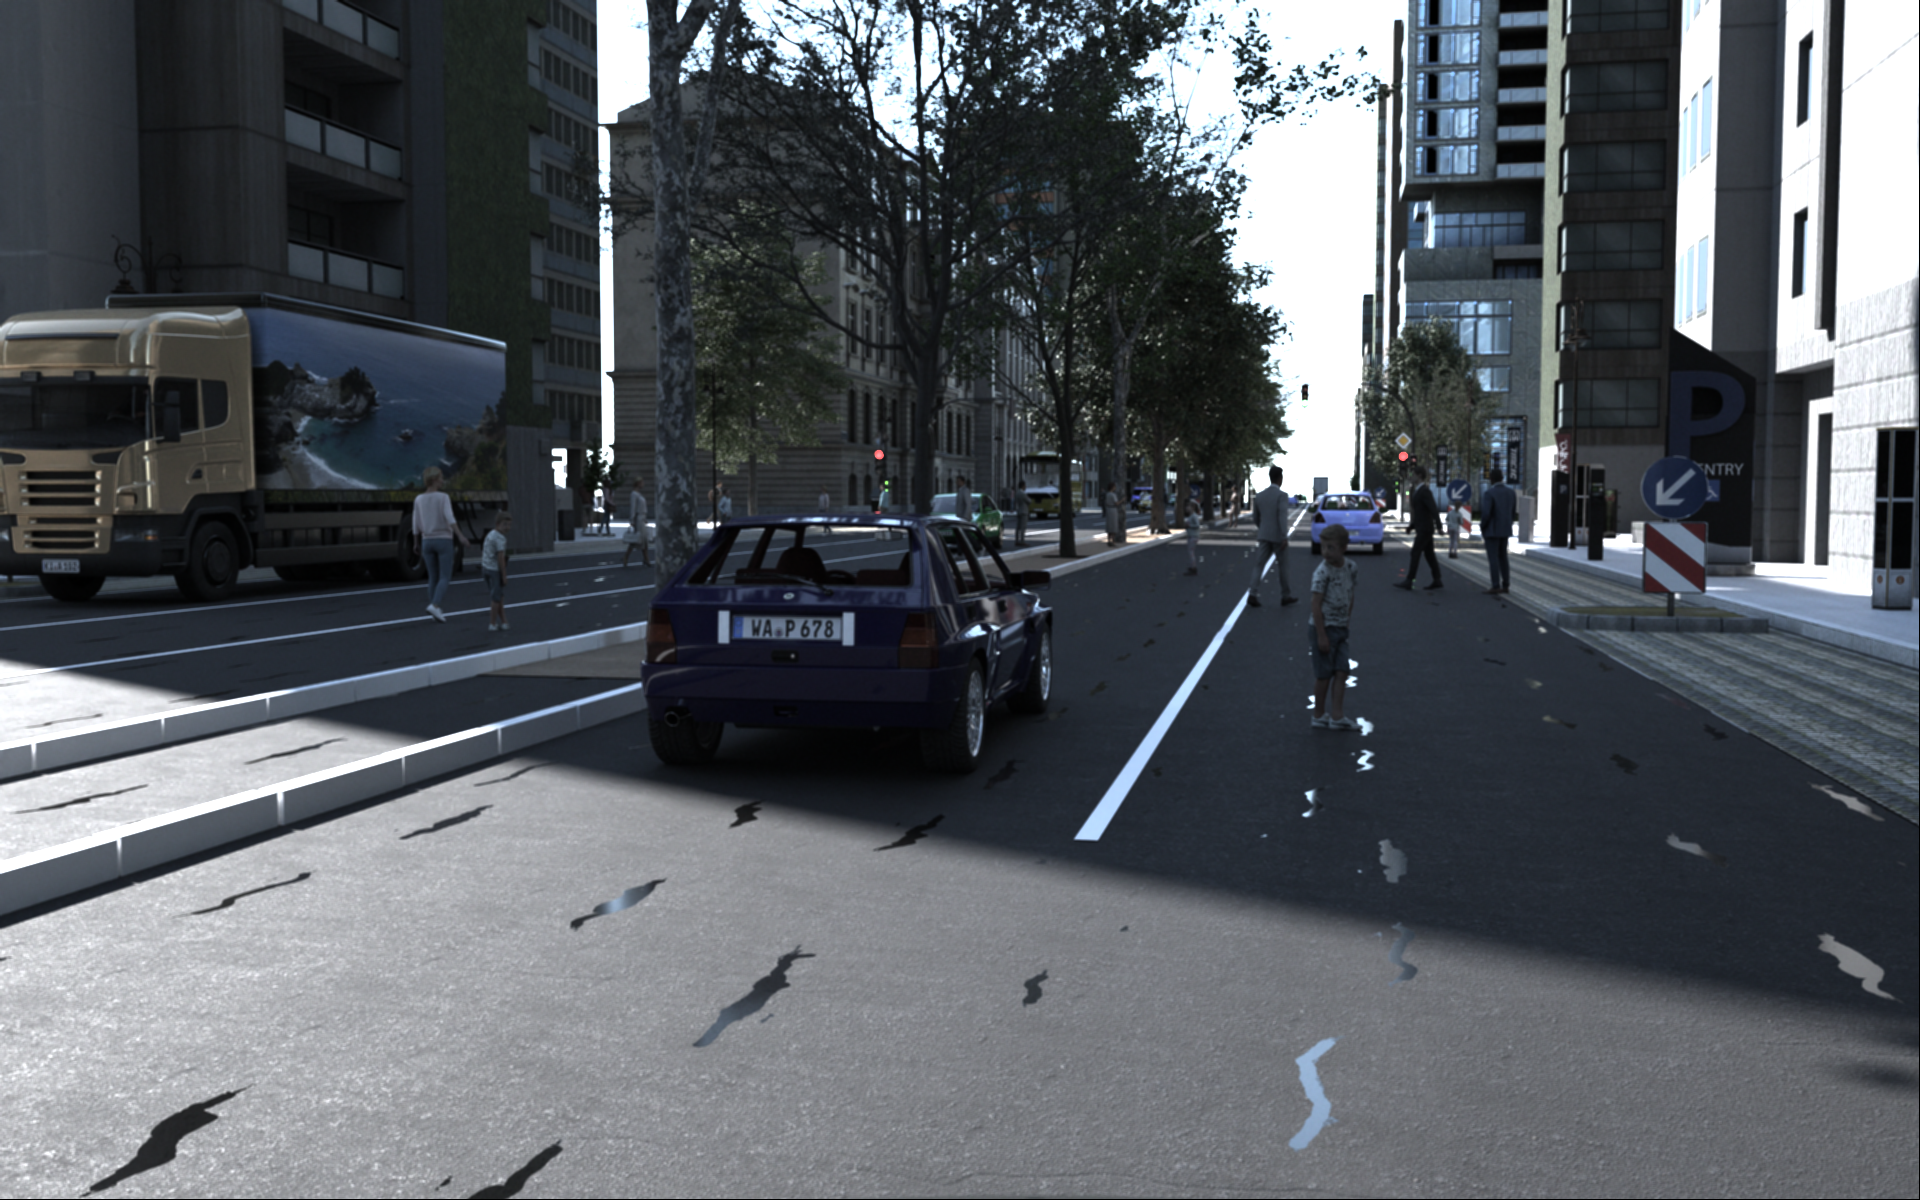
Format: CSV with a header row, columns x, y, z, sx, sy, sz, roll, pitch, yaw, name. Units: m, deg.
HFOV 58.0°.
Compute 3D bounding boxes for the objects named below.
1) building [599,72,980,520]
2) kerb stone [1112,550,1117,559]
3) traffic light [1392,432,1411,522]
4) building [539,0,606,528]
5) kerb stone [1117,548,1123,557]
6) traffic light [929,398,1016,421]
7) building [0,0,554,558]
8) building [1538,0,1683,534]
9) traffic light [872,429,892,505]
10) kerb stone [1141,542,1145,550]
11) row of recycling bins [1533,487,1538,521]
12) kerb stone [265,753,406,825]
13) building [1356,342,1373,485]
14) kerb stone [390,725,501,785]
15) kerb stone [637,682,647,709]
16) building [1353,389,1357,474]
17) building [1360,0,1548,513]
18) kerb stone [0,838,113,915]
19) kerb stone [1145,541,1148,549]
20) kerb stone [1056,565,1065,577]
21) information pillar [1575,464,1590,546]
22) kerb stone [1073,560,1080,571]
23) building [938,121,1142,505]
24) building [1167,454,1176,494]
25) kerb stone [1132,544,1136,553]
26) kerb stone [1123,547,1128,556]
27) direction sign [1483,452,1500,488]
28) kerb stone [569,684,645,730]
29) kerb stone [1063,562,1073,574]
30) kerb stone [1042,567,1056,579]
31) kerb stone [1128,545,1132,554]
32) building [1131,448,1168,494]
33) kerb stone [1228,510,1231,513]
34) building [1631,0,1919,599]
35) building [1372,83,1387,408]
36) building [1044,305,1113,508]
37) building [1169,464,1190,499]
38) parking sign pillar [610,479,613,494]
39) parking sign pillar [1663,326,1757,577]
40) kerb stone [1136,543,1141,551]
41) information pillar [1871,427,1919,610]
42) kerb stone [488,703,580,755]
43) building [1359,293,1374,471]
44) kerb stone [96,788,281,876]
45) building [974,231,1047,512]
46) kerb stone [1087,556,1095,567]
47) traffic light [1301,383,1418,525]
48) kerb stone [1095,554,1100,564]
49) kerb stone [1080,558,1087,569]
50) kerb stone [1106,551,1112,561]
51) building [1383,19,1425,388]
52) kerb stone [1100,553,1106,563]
x,y,z,sx,sy,sz,roll,pitch,yaw,name
-7.398,-17.267,101.394,14.460,24.649,34.723,1,4,12,building
3.297,-0.976,38.152,0.120,0.150,1.000,1,4,12,kerb stone
20.012,-5.470,78.357,0.839,4.253,0.868,1,4,12,traffic light
-26.332,-22.612,61.586,23.993,40.220,32.217,1,4,12,building
3.505,-1.037,39.156,0.120,0.150,1.000,1,4,12,kerb stone
0.267,-6.590,82.416,4.771,5.953,1.251,1,4,12,traffic light
-18.281,-21.569,36.254,14.154,41.232,14.086,1,4,12,building
27.714,-17.690,60.931,14.160,30.474,14.107,1,4,12,building
-3.406,-5.264,74.979,0.839,4.253,0.868,1,4,12,traffic light
4.533,-1.344,44.175,0.120,0.150,1.000,1,4,12,kerb stone
28.111,-4.651,83.159,1.069,1.692,3.534,1,4,11,row of recycling bins
-2.882,0.869,7.990,0.120,0.150,1.000,1,4,12,kerb stone
62.764,-22.253,208.868,27.650,21.520,28.899,1,4,12,building
-2.686,0.807,8.998,0.120,0.150,1.000,1,4,12,kerb stone
-2.069,0.622,12.019,0.120,0.150,1.000,1,4,12,kerb stone
80.544,-27.286,291.164,27.650,21.520,28.899,1,4,12,building
41.961,-49.854,127.779,22.319,86.520,31.000,1,4,12,building
-3.302,0.996,5.987,0.120,0.150,1.000,1,4,12,kerb stone
4.741,-1.406,45.176,0.120,0.150,1.000,1,4,12,kerb stone
1.650,-0.480,30.107,0.120,0.150,1.000,1,4,12,kerb stone
15.422,-2.343,42.794,0.304,2.012,0.304,-2,4,-28,information pillar
2.053,-0.608,32.132,0.120,0.150,1.000,1,4,12,kerb stone
9.448,-33.408,200.849,22.147,44.769,28.867,1,4,12,building
21.992,-39.761,269.695,23.786,49.044,30.456,1,4,12,building
4.122,-1.221,42.164,0.120,0.150,1.000,1,4,12,kerb stone
3.715,-1.097,40.156,0.120,0.150,1.000,1,4,12,kerb stone
28.515,-6.176,92.973,0.876,3.537,0.379,0,4,-1,direction sign
-2.270,0.684,11.016,0.120,0.150,1.000,1,4,12,kerb stone
1.849,-0.544,31.120,0.120,0.150,1.000,1,4,12,kerb stone
1.441,-0.422,29.099,0.120,0.150,1.000,1,4,12,kerb stone
3.918,-1.158,41.160,0.120,0.150,1.000,1,4,12,kerb stone
22.134,-34.443,246.737,14.154,41.232,14.086,1,4,12,building
20.930,-6.867,134.466,0.120,0.150,1.000,1,4,12,kerb stone
24.837,-29.905,30.953,21.231,58.520,28.212,1,4,12,building
48.823,-30.022,174.447,14.154,41.232,14.086,1,4,12,building
0.880,-20.113,173.883,27.650,21.520,28.899,1,4,12,building
29.743,-39.396,298.747,22.147,44.769,28.867,1,4,12,building
-22.066,-7.538,111.710,1.447,3.967,1.447,1,4,20,parking sign pillar
11.890,-2.385,27.475,1.447,3.967,1.447,2,4,27,parking sign pillar
4.326,-1.282,43.165,0.120,0.150,1.000,1,4,12,kerb stone
10.348,-0.898,19.175,0.304,2.012,0.304,0,4,-3,information pillar
-2.478,0.745,10.010,0.120,0.150,1.000,1,4,12,kerb stone
64.372,-29.103,247.534,14.160,30.474,14.107,1,4,12,building
-3.099,0.930,6.989,0.120,0.150,1.000,1,4,12,kerb stone
-1.214,-17.637,130.158,13.314,21.916,24.055,1,4,12,building
2.479,-0.730,34.138,0.120,0.150,1.000,1,4,12,kerb stone
16.338,-5.880,70.814,4.771,5.953,1.251,1,4,12,traffic light
2.675,-0.792,35.142,0.120,0.150,1.000,1,4,12,kerb stone
2.265,-0.663,33.133,0.120,0.150,1.000,1,4,12,kerb stone
3.096,-0.915,37.149,0.120,0.150,1.000,1,4,12,kerb stone
46.645,-31.208,160.358,14.600,45.320,14.200,1,4,12,building
2.884,-0.853,36.149,0.120,0.150,1.000,1,4,12,kerb stone
